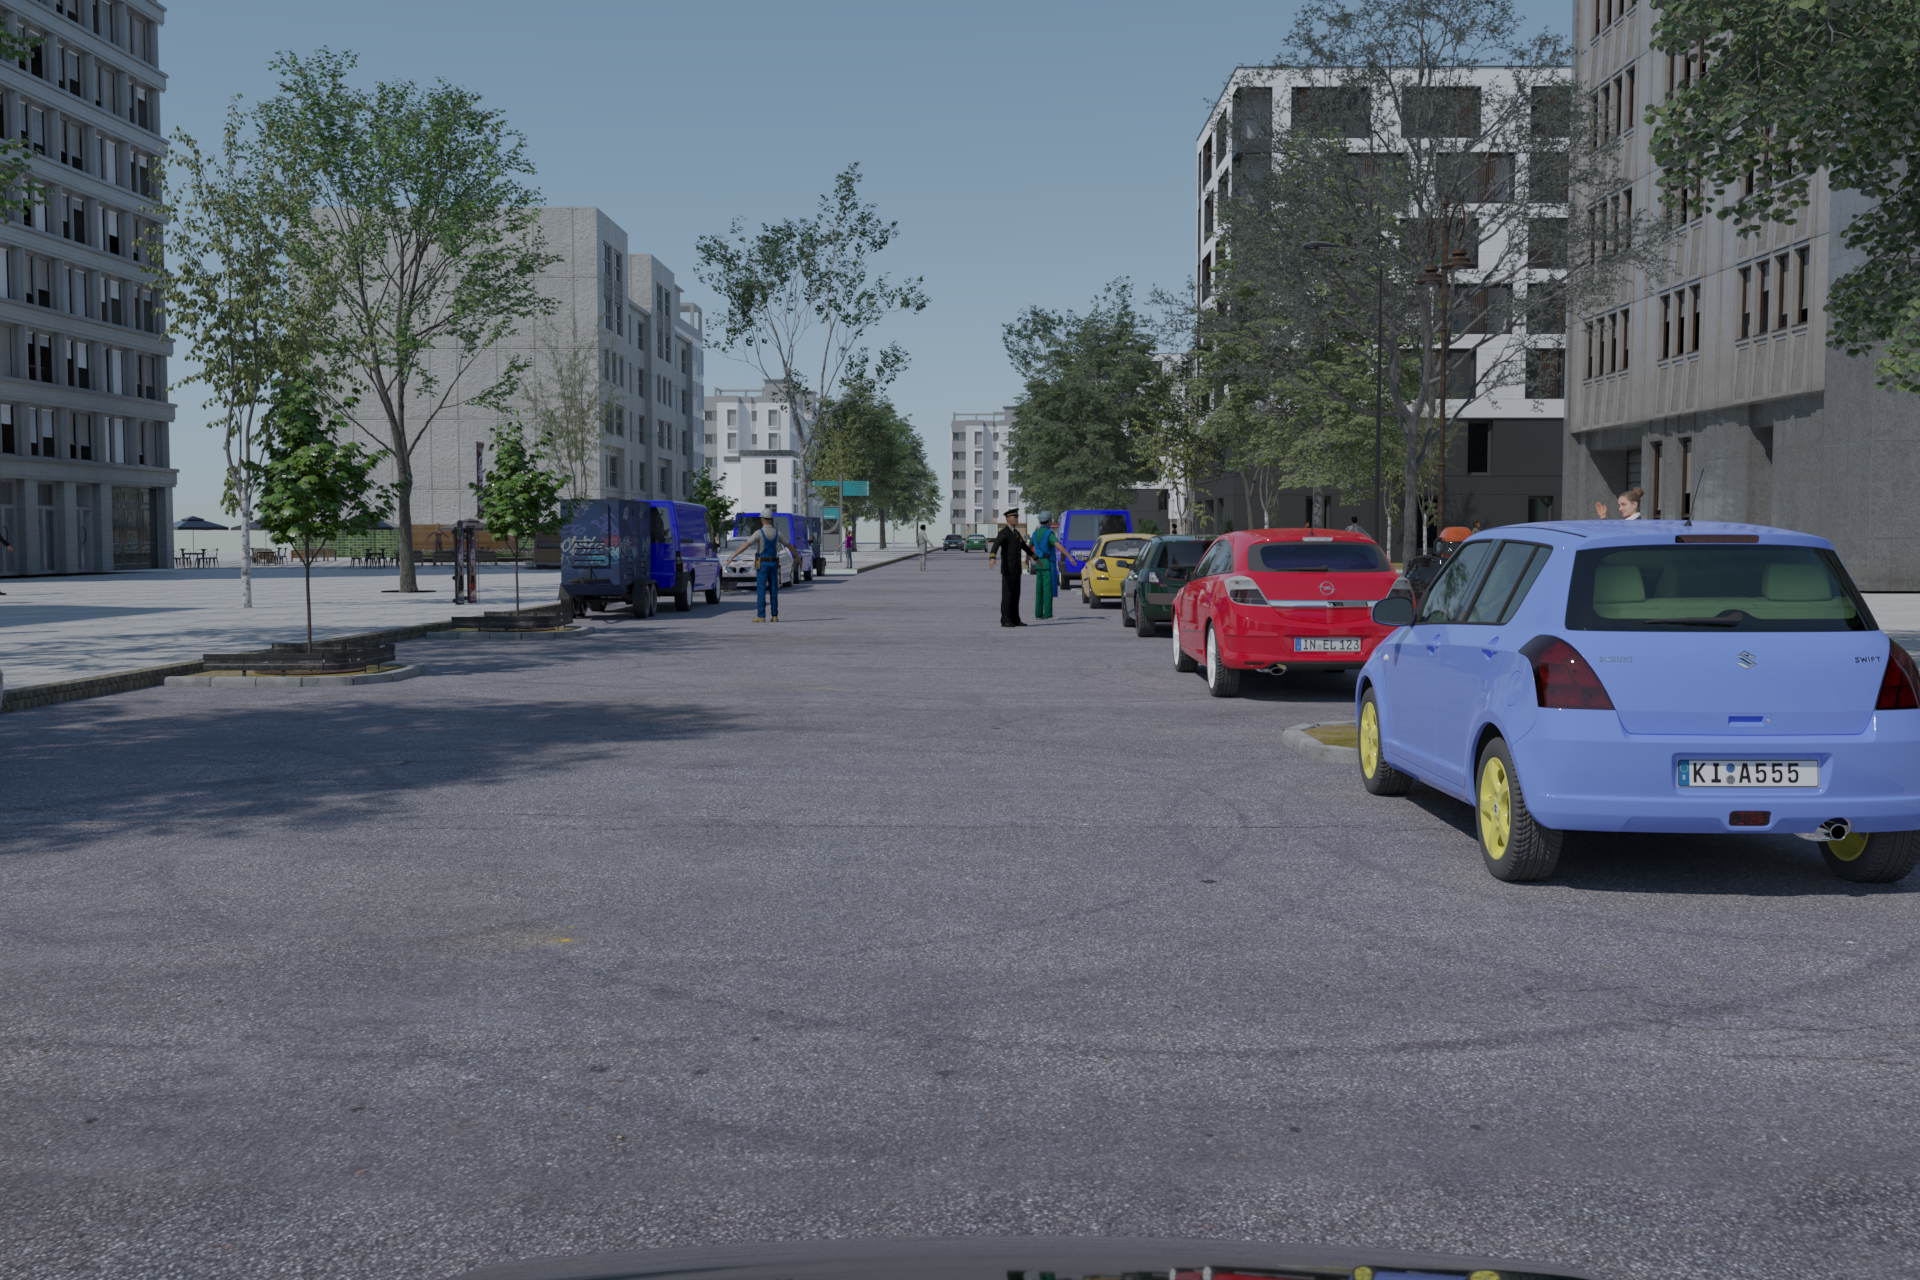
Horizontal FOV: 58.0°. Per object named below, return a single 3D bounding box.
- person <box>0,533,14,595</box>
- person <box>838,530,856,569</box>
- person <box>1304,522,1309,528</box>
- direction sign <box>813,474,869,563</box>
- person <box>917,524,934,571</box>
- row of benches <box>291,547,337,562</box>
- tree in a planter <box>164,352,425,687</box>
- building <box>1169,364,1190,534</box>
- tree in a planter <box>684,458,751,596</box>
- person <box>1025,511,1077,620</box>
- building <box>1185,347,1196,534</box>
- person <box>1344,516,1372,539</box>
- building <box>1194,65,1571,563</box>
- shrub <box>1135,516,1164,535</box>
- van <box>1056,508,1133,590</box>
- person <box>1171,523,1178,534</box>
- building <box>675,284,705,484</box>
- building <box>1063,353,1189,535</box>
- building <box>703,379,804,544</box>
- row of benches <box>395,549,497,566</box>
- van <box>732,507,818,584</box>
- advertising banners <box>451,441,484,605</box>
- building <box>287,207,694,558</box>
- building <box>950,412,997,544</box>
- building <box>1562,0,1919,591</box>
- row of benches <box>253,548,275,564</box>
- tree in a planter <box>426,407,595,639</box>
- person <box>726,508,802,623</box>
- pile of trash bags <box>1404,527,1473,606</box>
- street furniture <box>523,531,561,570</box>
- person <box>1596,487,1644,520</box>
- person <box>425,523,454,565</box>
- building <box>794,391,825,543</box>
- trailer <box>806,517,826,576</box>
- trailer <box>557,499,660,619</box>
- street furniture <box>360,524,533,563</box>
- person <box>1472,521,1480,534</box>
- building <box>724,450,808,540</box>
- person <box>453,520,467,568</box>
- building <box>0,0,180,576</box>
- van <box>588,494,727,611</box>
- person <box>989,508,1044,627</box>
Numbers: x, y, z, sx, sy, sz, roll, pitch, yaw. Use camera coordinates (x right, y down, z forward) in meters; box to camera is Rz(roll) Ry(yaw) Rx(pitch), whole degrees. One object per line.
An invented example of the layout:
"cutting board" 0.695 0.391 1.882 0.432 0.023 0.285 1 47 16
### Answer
"person" -20.217 -1.846 36.226 0.704 1.823 1.345 0 4 -5
"person" -4.154 -3.350 64.035 0.599 1.433 0.991 3 4 37
"person" 14.868 -4.158 74.210 0.704 1.802 1.346 3 5 41
"direction sign" -5.336 -5.469 78.173 2.525 3.948 1.411 0 4 0
"person" -1.398 -3.563 66.898 0.705 1.806 1.347 -2 4 -26
"row of benches" -30.298 -4.030 81.348 1.422 0.672 4.104 0 4 1
"tree in a planter" -6.466 -1.217 17.121 1.991 3.239 1.994 0 4 1
"building" 28.135 -20.405 190.042 16.016 20.090 11.380 0 4 1
"tree in a planter" -6.003 -2.668 40.840 1.991 3.239 1.994 0 4 2
"person" 1.449 -1.239 28.842 0.704 1.817 1.347 -2 4 -34
"building" 28.440 -18.717 136.953 19.493 23.208 18.063 0 4 1
"person" 11.816 -2.802 51.972 1.344 1.810 0.704 0 4 4
"building" 26.202 -15.182 92.203 27.936 21.610 32.646 0 4 1
"shrub" 8.424 -4.511 77.802 1.661 2.075 1.752 0 3 0
"van" 3.526 -2.552 46.108 2.240 2.365 5.245 0 4 1
"person" 10.729 -4.953 87.119 0.704 1.843 1.345 1 4 23
"building" -26.494 -16.824 131.495 16.016 20.090 11.380 0 4 1
"building" 26.373 -22.498 211.813 27.936 21.610 32.646 0 4 1
"building" -25.373 -21.741 211.882 16.016 20.090 11.380 0 4 1
"row of benches" -20.835 -3.335 69.985 4.104 0.672 1.422 -1 4 -18
"van" -5.489 -2.873 51.352 2.240 2.365 5.245 0 4 1
"advertising banners" -9.103 -2.201 32.179 0.090 3.025 2.074 0 4 1
"building" -27.817 -14.876 109.679 16.747 18.905 31.486 0 4 1
"building" -1.164 -24.510 259.609 11.380 20.090 16.016 0 4 5
"building" 25.605 -14.002 46.195 12.078 24.872 19.932 0 4 1
"row of benches" -30.821 -3.741 76.621 1.422 0.672 4.104 -2 4 -25
"tree in a planter" -6.284 -1.668 24.496 1.991 3.239 1.994 0 4 1
"person" -3.146 -1.213 28.151 1.347 1.847 0.705 -2 4 -31
"pile of trash bags" 6.254 -0.669 20.697 1.912 1.369 3.447 0 4 1
"street furniture" -12.315 -3.667 66.814 9.812 1.723 11.010 -1 4 -15
"person" 6.268 -0.598 16.616 0.445 1.727 0.742 -2 4 -25
"person" -21.568 -3.970 71.712 1.217 1.733 0.721 -3 5 -39
"building" -24.139 -22.802 229.237 16.016 20.090 11.380 0 4 1
"trailer" -5.376 -3.139 58.374 1.471 1.999 3.904 0 4 1
"trailer" -6.017 -1.339 28.948 1.471 1.999 3.904 0 4 1
"street furniture" -22.023 -4.514 80.651 11.010 1.723 9.812 -1 4 -20
"person" 17.990 -3.260 60.053 0.721 1.744 1.215 2 4 33
"building" -20.908 -14.959 186.732 9.099 9.664 28.070 0 4 1
"person" -18.896 -3.635 65.553 0.705 1.813 1.348 -3 5 -39
"building" -30.909 -12.476 50.651 8.464 21.280 15.925 0 4 1
"van" -5.897 -1.795 33.733 2.240 2.365 5.245 0 4 1
"person" 0.819 -1.123 26.753 0.705 1.837 1.347 3 4 37
